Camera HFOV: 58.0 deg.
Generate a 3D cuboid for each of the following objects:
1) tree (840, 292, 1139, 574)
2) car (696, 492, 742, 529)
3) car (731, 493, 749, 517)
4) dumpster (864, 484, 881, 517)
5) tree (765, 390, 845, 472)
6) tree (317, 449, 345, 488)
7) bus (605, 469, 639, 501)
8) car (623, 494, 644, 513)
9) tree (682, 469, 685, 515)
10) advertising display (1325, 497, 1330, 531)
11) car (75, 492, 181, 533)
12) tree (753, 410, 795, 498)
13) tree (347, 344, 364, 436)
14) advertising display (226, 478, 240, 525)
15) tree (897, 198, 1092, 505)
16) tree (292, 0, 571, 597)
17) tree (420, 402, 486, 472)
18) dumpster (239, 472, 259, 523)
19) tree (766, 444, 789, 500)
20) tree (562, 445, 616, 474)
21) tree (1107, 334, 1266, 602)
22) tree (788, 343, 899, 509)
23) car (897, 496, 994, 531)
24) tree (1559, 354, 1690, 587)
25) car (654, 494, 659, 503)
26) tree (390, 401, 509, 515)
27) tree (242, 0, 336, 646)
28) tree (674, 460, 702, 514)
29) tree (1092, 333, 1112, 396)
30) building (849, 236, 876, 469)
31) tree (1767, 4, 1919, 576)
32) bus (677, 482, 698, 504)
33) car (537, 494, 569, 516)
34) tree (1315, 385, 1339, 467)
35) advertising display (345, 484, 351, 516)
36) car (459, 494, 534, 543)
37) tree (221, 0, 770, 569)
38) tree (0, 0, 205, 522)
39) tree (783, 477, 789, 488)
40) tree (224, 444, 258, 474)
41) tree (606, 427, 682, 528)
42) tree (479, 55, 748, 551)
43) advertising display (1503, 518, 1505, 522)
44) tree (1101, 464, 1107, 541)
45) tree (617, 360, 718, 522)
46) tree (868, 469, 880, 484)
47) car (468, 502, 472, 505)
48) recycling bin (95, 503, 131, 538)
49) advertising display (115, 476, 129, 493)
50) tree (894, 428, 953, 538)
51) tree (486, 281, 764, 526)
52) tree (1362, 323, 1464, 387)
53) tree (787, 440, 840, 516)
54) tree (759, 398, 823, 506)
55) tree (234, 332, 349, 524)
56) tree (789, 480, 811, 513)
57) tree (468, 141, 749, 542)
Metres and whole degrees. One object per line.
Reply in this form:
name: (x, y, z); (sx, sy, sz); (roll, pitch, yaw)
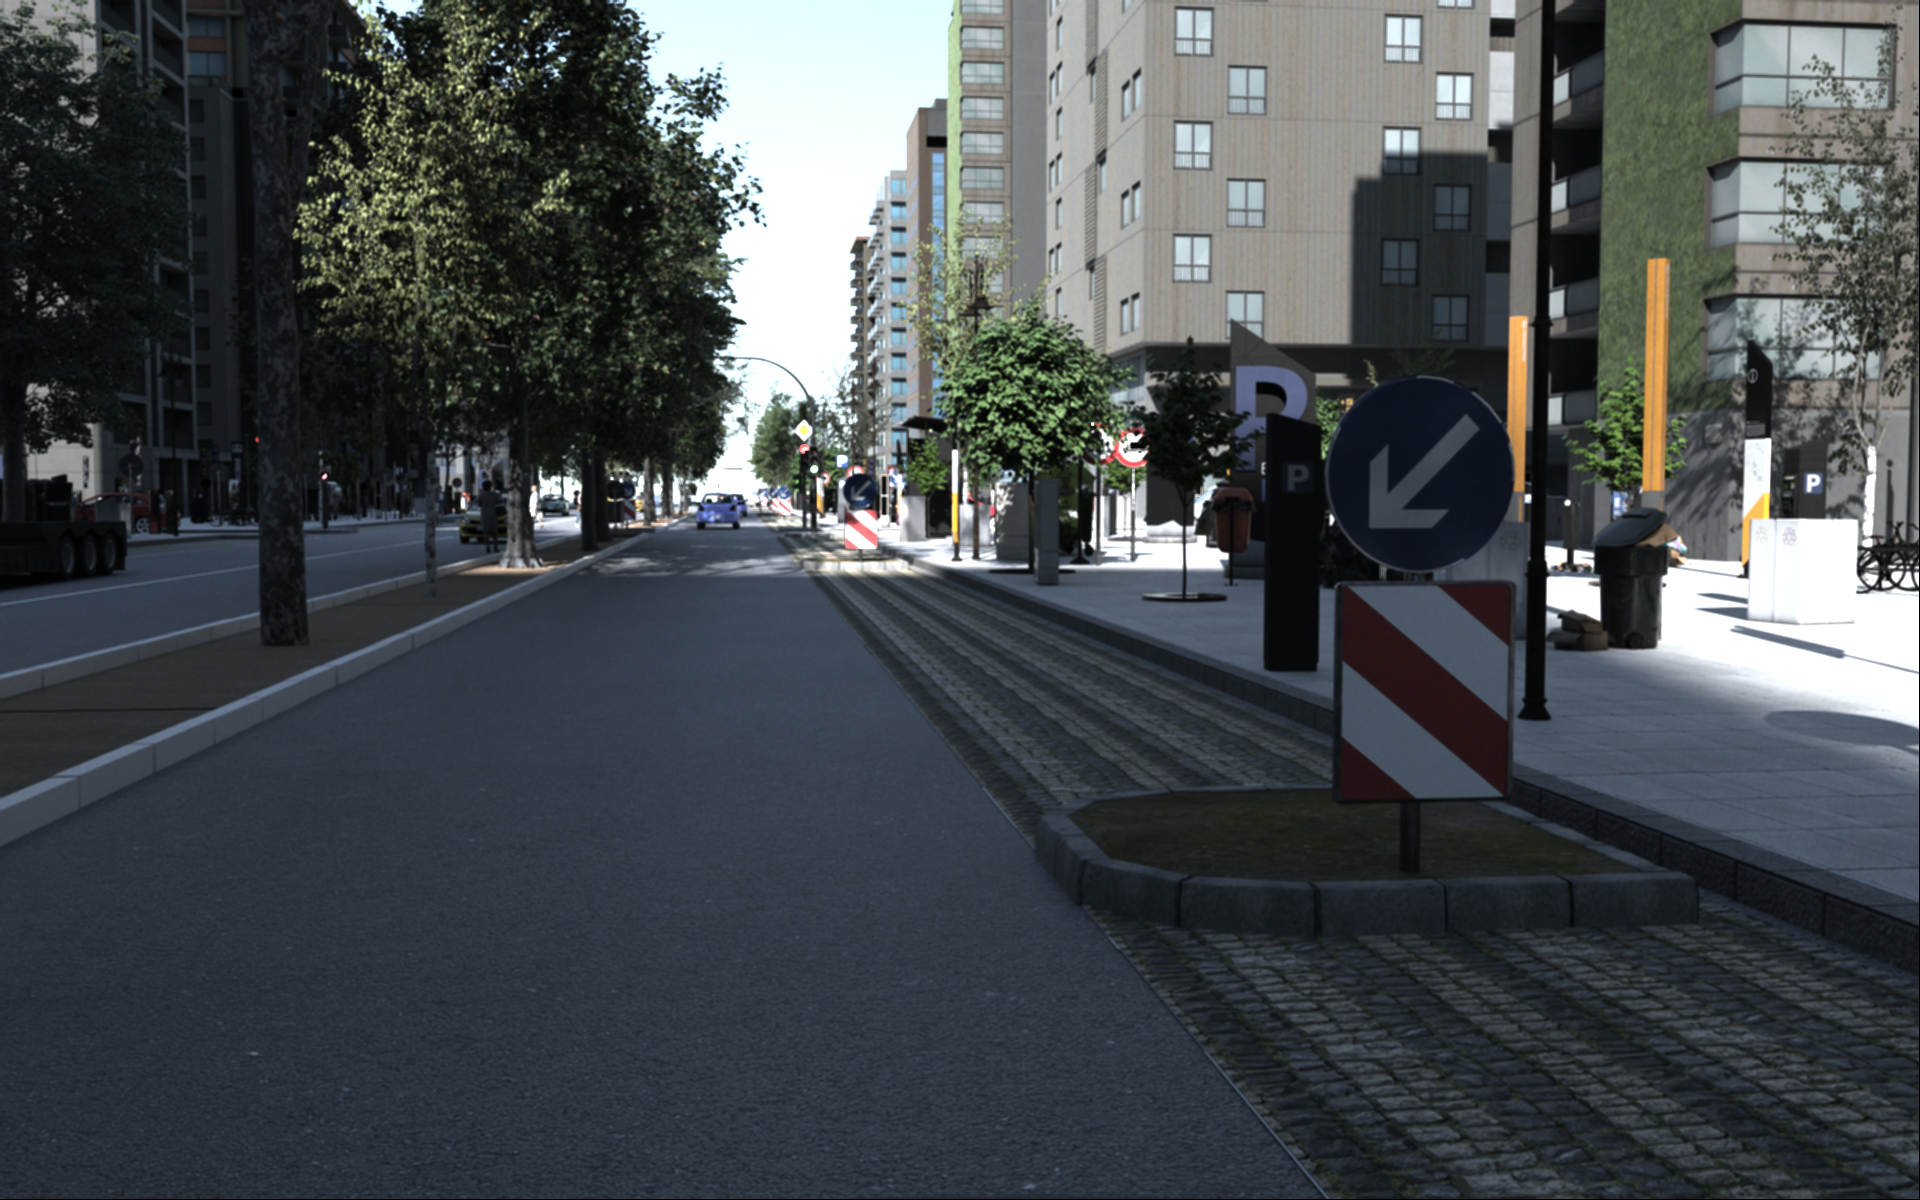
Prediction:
tree: (1.114, -2.729, 28.340); (4.285, 4.588, 4.351); (0, 3, 0)
car: (-10.019, -3.812, 71.913); (1.945, 1.707, 3.694); (0, 4, -6)
car: (-14.551, -6.221, 111.309); (1.945, 1.707, 3.694); (0, 4, -6)
dumpster: (-5.040, -5.670, 95.202); (1.502, 2.255, 1.985); (0, 4, -7)
tree: (-13.924, -13.454, 154.393); (7.601, 10.594, 8.767); (1, 4, 12)
tree: (-43.950, -8.356, 120.330); (4.285, 4.588, 4.351); (0, 3, 0)
bus: (-33.481, -10.993, 171.277); (2.896, 3.916, 12.252); (0, 4, -7)
car: (-25.472, -7.628, 134.939); (2.015, 1.641, 3.980); (0, 4, -6)
tree: (-18.124, -9.354, 105.751); (4.737, 8.622, 4.395); (0, 3, 0)
advertising display: (8.953, -2.309, 42.968); (0.974, 1.923, 0.123); (0, 4, -7)
car: (-29.530, -3.125, 60.128); (4.494, 1.783, 2.155); (0, 4, -7)
tree: (-25.380, -19.239, 232.691); (7.486, 12.596, 7.792); (0, 3, 0)
tree: (-27.465, -7.579, 74.282); (4.360, 8.622, 3.978); (0, 3, 0)
advertising display: (-29.967, -4.048, 71.400); (0.123, 1.923, 0.974); (0, 4, 2)
tree: (0.352, -5.746, 44.314); (4.737, 8.622, 4.395); (0, 3, 0)
tree: (-7.398, -4.352, 23.978); (4.737, 8.622, 4.395); (0, 3, 0)
tree: (-33.978, -13.106, 124.649); (12.009, 13.543, 11.850); (0, 3, 0)
dumpster: (-31.574, -4.556, 76.978); (1.502, 2.255, 1.985); (0, 4, -7)
tree: (-19.601, -15.004, 195.674); (4.360, 8.622, 3.978); (0, 3, 0)
tree: (-42.564, -16.108, 197.780); (8.767, 10.594, 7.601); (-1, 4, -17)
tree: (2.862, -1.612, 20.957); (1.663, 3.219, 1.824); (0, 3, 0)
tree: (-5.349, -8.188, 84.232); (4.360, 8.622, 3.978); (0, 3, 0)
car: (-0.058, -3.302, 63.020); (4.494, 1.783, 2.155); (0, 4, -8)
tree: (9.158, -1.800, 24.037); (1.663, 3.219, 1.824); (0, 3, 0)
car: (-45.642, -15.265, 259.173); (1.945, 1.707, 3.694); (0, 4, -8)
tree: (-30.568, -10.356, 103.734); (7.601, 10.594, 8.767); (-1, 4, -9)
tree: (-5.081, -9.587, 15.093); (12.611, 20.169, 13.585); (0, 3, 0)
tree: (-20.374, -10.583, 125.853); (4.360, 8.622, 3.978); (0, 3, 0)
tree: (5.180, -7.920, 79.858); (4.737, 8.622, 4.395); (0, 3, 0)
building: (-6.974, -38.695, 287.292); (22.147, 44.769, 28.867); (0, 4, -7)
tree: (14.549, -4.696, 27.135); (4.360, 8.622, 3.978); (0, 3, 0)
bus: (-40.063, -15.877, 254.455); (2.948, 3.499, 13.247); (-1, 4, -9)
car: (-26.451, -6.167, 112.622); (2.131, 1.459, 4.920); (-1, 4, -9)
tree: (10.186, -4.053, 49.973); (4.285, 4.588, 4.351); (0, 3, 0)
advertising display: (-35.889, -5.893, 101.567); (0.123, 1.923, 0.974); (-1, 4, -10)
car: (-13.806, -2.534, 51.662); (2.015, 1.641, 3.980); (0, 4, -5)
tree: (-8.486, -6.946, 33.039); (9.611, 12.733, 9.660); (0, 3, 0)
tree: (-24.264, -8.390, 43.838); (9.857, 13.997, 8.962); (0, 3, 0)
tree: (-16.862, -11.059, 175.414); (1.663, 3.219, 1.824); (0, 3, 0)
tree: (-46.896, -7.926, 113.311); (4.285, 4.588, 4.351); (0, 3, 0)
tree: (-13.328, -7.026, 67.690); (4.737, 8.622, 4.395); (0, 3, 0)
tree: (-9.169, -7.472, 42.754); (7.486, 12.596, 7.792); (0, 3, 0)
advertising display: (10.948, -1.789, 34.460); (0.123, 1.923, 0.974); (0, 4, 8)
tree: (4.447, -3.223, 47.293); (1.663, 3.219, 1.824); (0, 3, 0)
tree: (-15.799, -9.780, 88.116); (9.928, 11.665, 9.643); (0, 3, 0)
tree: (-5.880, -7.491, 117.081); (1.663, 3.219, 1.824); (0, 3, 0)
car: (-23.062, -4.471, 85.095); (2.014, 1.417, 4.499); (0, 4, -6)
recycling bin: (-24.419, -2.286, 49.937); (0.722, 1.027, 0.722); (0, 4, -1)
advertising display: (-30.649, -3.558, 63.391); (0.123, 1.923, 0.974); (0, 4, -5)
tree: (-0.823, -3.417, 50.468); (1.663, 3.219, 1.824); (0, 3, 0)
tree: (-13.916, -10.009, 76.479); (12.009, 13.543, 11.850); (0, 3, 0)
tree: (19.382, -7.555, 73.890); (4.737, 8.622, 4.395); (0, 3, 0)
tree: (-7.497, -7.289, 102.892); (4.285, 4.588, 4.351); (0, 3, 0)
tree: (-17.928, -15.879, 185.372); (9.928, 11.665, 9.643); (0, 3, 0)
tree: (-26.393, -7.211, 68.259); (4.360, 8.622, 3.978); (0, 3, 0)
tree: (-10.605, -7.705, 120.575); (1.663, 3.219, 1.824); (0, 3, 0)
tree: (-10.735, -8.699, 51.338); (9.857, 13.997, 8.962); (0, 3, 0)
